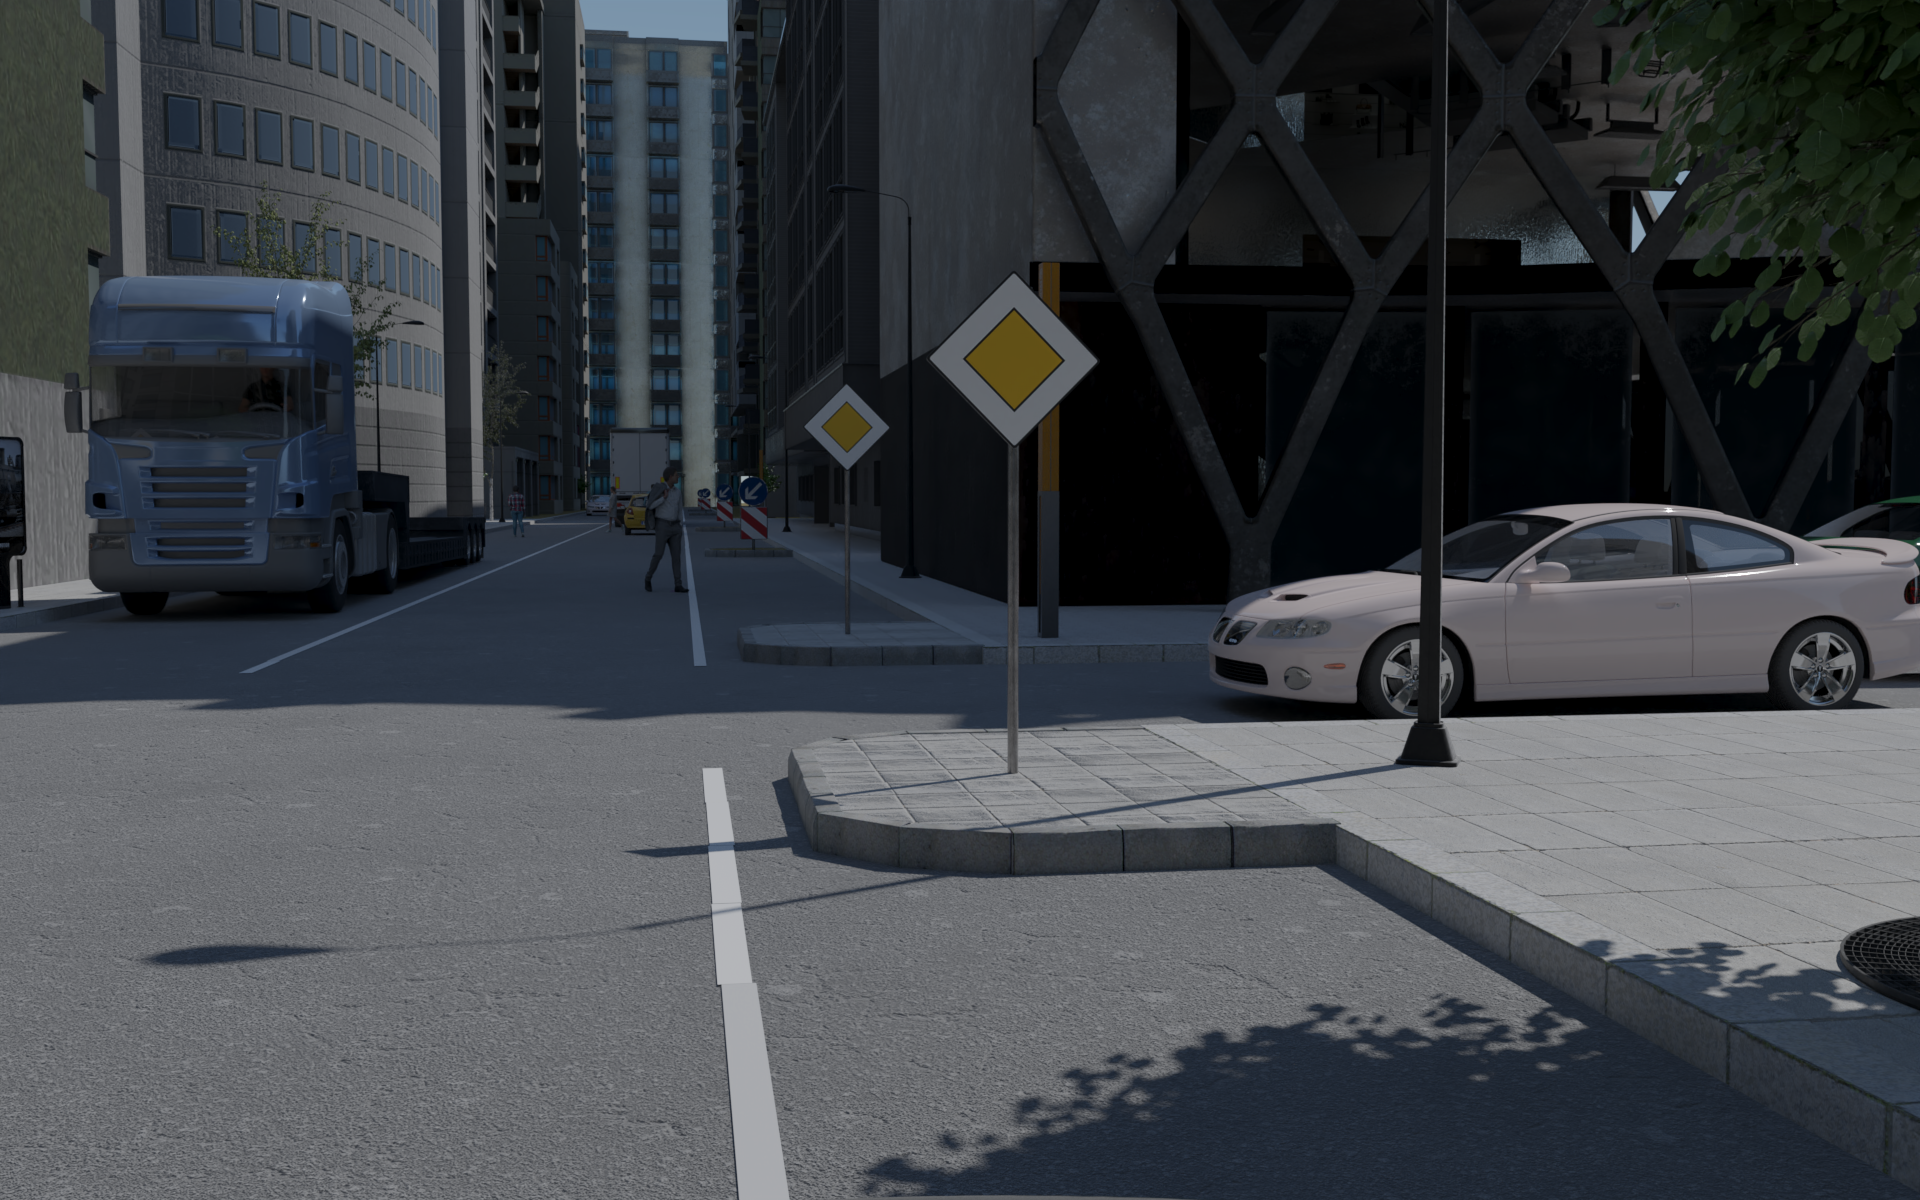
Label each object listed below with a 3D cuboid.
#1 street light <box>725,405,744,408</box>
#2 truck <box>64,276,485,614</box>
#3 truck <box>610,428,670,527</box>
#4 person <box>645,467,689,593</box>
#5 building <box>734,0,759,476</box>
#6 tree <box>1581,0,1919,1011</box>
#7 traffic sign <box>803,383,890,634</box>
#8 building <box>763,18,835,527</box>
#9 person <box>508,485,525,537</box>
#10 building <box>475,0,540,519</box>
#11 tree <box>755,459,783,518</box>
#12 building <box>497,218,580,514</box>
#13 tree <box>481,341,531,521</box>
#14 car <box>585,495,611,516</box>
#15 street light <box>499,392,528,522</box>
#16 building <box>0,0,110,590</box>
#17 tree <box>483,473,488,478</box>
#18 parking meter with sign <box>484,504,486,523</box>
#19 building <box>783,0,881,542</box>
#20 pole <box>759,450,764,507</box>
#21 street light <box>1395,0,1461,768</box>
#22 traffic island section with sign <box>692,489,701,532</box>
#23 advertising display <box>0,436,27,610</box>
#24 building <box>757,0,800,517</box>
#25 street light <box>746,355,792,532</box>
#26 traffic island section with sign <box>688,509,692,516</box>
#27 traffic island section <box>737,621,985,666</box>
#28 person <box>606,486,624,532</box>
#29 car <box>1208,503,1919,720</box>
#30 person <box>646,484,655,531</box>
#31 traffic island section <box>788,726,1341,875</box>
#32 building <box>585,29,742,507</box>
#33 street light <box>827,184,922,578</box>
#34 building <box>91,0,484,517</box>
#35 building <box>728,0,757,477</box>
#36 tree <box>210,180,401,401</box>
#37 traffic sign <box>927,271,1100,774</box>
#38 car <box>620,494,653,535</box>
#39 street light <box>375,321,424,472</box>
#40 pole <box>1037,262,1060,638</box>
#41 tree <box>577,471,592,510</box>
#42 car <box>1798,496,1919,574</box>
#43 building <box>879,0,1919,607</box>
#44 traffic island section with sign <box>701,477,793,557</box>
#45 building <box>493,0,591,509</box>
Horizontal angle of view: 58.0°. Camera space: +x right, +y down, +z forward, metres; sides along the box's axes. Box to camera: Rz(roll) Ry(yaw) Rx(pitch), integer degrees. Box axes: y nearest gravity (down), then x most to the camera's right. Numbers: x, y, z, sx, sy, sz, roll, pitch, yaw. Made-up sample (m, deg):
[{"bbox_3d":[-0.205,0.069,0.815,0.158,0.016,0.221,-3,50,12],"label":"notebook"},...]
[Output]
[{"bbox_3d":[-11.516,-7.195,90.177,1.470,5.913,1.316,-1,4,-9],"label":"street light"},{"bbox_3d":[-9.830,-2.316,27.618,2.967,4.110,18.799,-1,4,-9],"label":"truck"},{"bbox_3d":[-14.433,-5.497,78.782,2.839,4.237,11.283,-1,4,-9],"label":"truck"},{"bbox_3d":[-4.314,-1.020,25.280,0.850,1.850,0.679,3,4,38],"label":"person"},{"bbox_3d":[-4.763,-28.723,124.251,22.147,44.769,28.867,-1,4,-9],"label":"building"},{"bbox_3d":[3.139,-1.264,4.380,4.285,4.588,4.351,0,3,0],"label":"tree"},{"bbox_3d":[-1.030,-0.743,15.784,0.795,2.450,0.064,-1,4,-9],"label":"traffic sign"},{"bbox_3d":[-0.748,-15.708,75.894,14.314,24.678,30.058,-1,4,-9],"label":"building"},{"bbox_3d":[-14.728,-2.949,57.560,0.563,1.720,0.643,-1,4,-18],"label":"person"},{"bbox_3d":[-34.565,-40.202,95.557,20.563,71.187,20.611,-1,4,-9],"label":"building"},{"bbox_3d":[-10.420,-6.033,93.240,1.663,3.219,1.824,0,3,0],"label":"tree"},{"bbox_3d":[-41.672,-16.894,121.253,27.650,21.520,28.899,-1,4,-9],"label":"building"},{"bbox_3d":[-22.612,-8.080,82.475,4.360,8.622,3.978,0,3,0],"label":"tree"},{"bbox_3d":[-23.884,-6.294,115.264,2.083,1.381,4.827,-1,4,-10],"label":"car"},{"bbox_3d":[-20.248,-6.482,78.525,1.470,5.913,1.316,-1,4,-9],"label":"street light"},{"bbox_3d":[-19.251,-15.115,18.834,14.160,30.474,14.107,-1,4,-9],"label":"building"},{"bbox_3d":[-21.570,-4.941,75.383,1.663,3.219,1.824,0,3,0],"label":"tree"},{"bbox_3d":[-22.064,-5.021,78.357,1.738,3.016,0.543,3,5,42],"label":"parking meter with sign"},{"bbox_3d":[2.758,-15.621,48.918,14.314,27.812,24.014,-1,4,-9],"label":"building"},{"bbox_3d":[-9.159,-5.270,80.007,0.158,3.312,0.155,0,3,0],"label":"pole"},{"bbox_3d":[1.707,-2.171,8.034,1.470,5.913,1.316,-1,4,-9],"label":"street light"},{"bbox_3d":[-9.204,-3.556,66.775,1.989,1.847,2.006,-1,4,-9],"label":"traffic island section with sign"},{"bbox_3d":[-10.704,-0.854,19.181,0.123,1.923,0.974,0,4,6],"label":"advertising display"},{"bbox_3d":[-4.961,-20.248,102.749,14.160,30.474,14.107,-1,4,-9],"label":"building"},{"bbox_3d":[-6.379,-5.240,58.215,1.470,5.913,1.316,-1,4,-9],"label":"street light"},{"bbox_3d":[-17.192,-6.587,116.330,1.989,1.847,2.006,-1,4,-9],"label":"traffic island section with sign"},{"bbox_3d":[-1.008,0.392,15.865,2.009,0.180,2.903,-1,4,-9],"label":"traffic island section"},{"bbox_3d":[-12.984,-3.412,65.040,0.466,1.731,0.760,3,5,42],"label":"person"},{"bbox_3d":[4.072,0.037,11.761,4.827,1.381,2.083,-1,4,-11],"label":"car"},{"bbox_3d":[-11.904,-3.563,66.769,0.660,1.820,0.620,0,4,3],"label":"person"},{"bbox_3d":[0.262,0.875,7.981,2.009,0.180,2.903,-1,4,-9],"label":"traffic island section"},{"bbox_3d":[-37.482,-34.375,181.642,30.456,49.044,23.786,-1,4,-9],"label":"building"},{"bbox_3d":[-1.297,-3.285,26.244,1.470,5.913,1.316,-1,4,-9],"label":"street light"},{"bbox_3d":[-28.556,-31.503,57.066,21.231,58.520,28.212,-1,4,-9],"label":"building"},{"bbox_3d":[-6.538,-34.493,153.194,28.713,52.752,27.495,-1,4,-9],"label":"building"},{"bbox_3d":[-15.838,-5.584,41.658,4.737,8.622,4.395,0,3,0],"label":"tree"},{"bbox_3d":[0.240,-0.260,7.901,0.795,2.450,0.064,-1,4,-9],"label":"traffic sign"},{"bbox_3d":[-11.093,-3.151,61.745,2.015,1.641,3.980,-1,4,-10],"label":"car"},{"bbox_3d":[-15.026,-4.518,46.410,1.470,5.913,1.316,-1,4,-9],"label":"street light"},{"bbox_3d":[0.788,-1.319,15.406,0.158,3.312,0.155,0,3,0],"label":"pole"},{"bbox_3d":[-30.839,-8.937,140.726,1.663,3.219,1.824,0,3,0],"label":"tree"},{"bbox_3d":[8.821,-0.151,14.264,4.920,1.459,2.131,-1,4,-11],"label":"car"},{"bbox_3d":[8.069,-9.666,25.494,16.811,18.784,16.820,-1,4,-9],"label":"building"},{"bbox_3d":[-4.925,-1.929,40.160,1.989,1.847,2.006,-1,4,-9],"label":"traffic island section with sign"},{"bbox_3d":[-43.869,-32.279,151.456,21.600,48.544,21.300,-1,4,-9],"label":"building"}]
